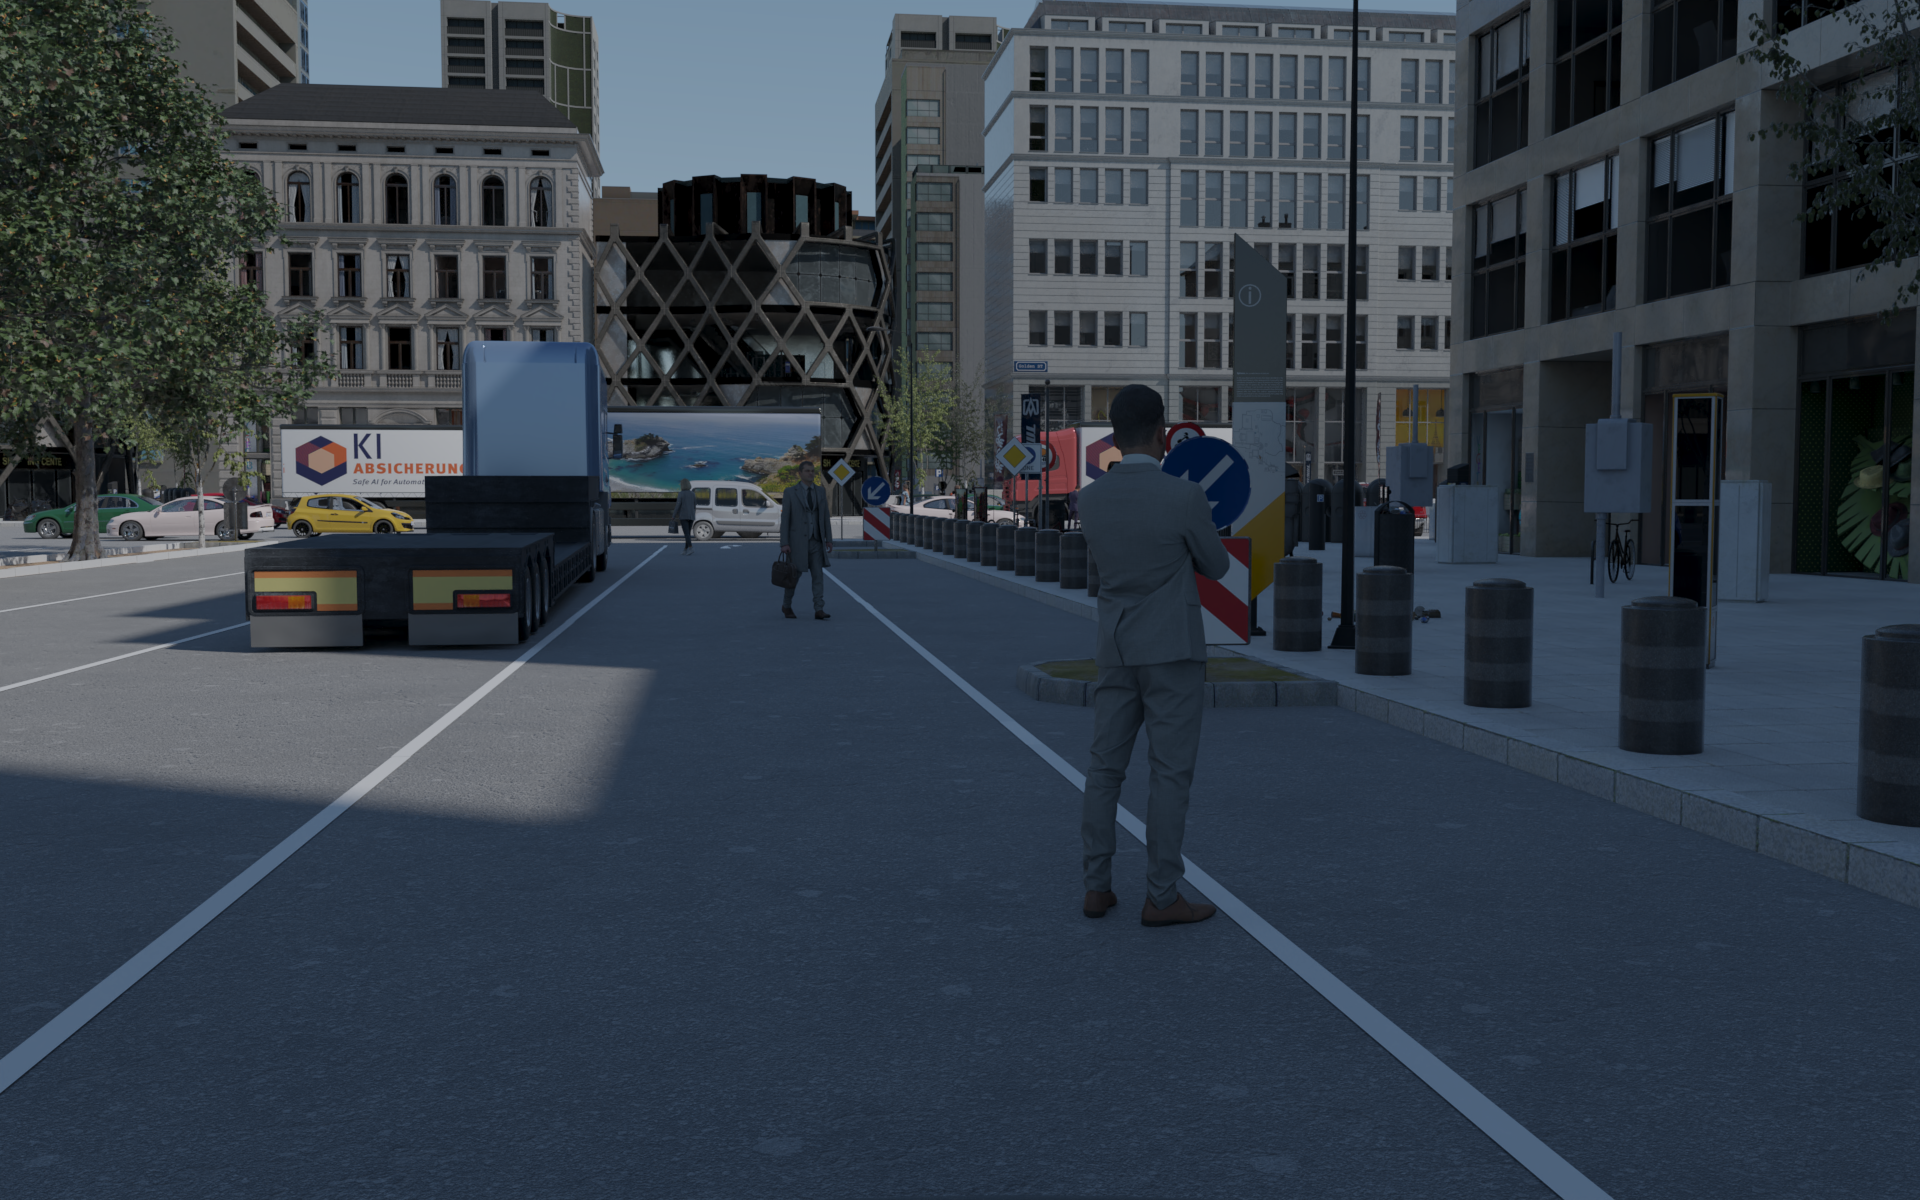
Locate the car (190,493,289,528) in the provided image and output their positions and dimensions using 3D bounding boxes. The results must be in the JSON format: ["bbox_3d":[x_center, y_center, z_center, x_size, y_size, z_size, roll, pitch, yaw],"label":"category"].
[{"bbox_3d":[-30.065,-3.844,71.896,4.494,1.783,2.155,-1,4,-9],"label":"car"}]

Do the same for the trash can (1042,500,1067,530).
[{"bbox_3d":[2.374,-1.991,44.210,0.748,1.137,0.748,0,3,0],"label":"trash can"}]

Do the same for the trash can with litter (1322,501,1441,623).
[{"bbox_3d":[4.101,-0.412,17.800,2.233,1.210,1.678,-2,4,-31],"label":"trash can with litter"}]

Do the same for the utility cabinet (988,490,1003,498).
[{"bbox_3d":[1.827,-4.797,87.104,1.173,1.500,0.318,-1,4,-16],"label":"utility cabinet"}]

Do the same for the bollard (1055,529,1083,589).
[{"bbox_3d":[1.556,-0.540,23.542,0.404,0.777,0.398,0,3,0],"label":"bollard"}]

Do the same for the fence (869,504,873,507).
[{"bbox_3d":[-6.058,-6.217,112.858,0.480,1.192,2.264,1,4,18],"label":"fence"}]

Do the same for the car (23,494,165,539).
[{"bbox_3d":[-27.679,-2.710,56.105,4.920,1.459,2.131,0,4,-8],"label":"car"}]

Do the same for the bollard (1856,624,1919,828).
[{"bbox_3d":[3.764,0.483,6.817,0.404,0.777,0.398,0,3,0],"label":"bollard"}]

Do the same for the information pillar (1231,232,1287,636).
[{"bbox_3d":[2.681,-1.485,15.630,0.504,3.616,0.183,0,4,1],"label":"information pillar"}]

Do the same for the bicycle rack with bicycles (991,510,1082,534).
[{"bbox_3d":[2.622,-1.185,32.764,2.925,0.926,2.852,2,4,31],"label":"bicycle rack with bicycles"}]

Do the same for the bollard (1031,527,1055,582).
[{"bbox_3d":[1.303,-0.653,25.393,0.404,0.777,0.398,0,3,0],"label":"bollard"}]

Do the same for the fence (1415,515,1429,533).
[{"bbox_3d":[13.512,-2.120,50.042,2.069,0.683,0.278,-1,4,-9],"label":"fence"}]

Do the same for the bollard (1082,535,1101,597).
[{"bbox_3d":[1.797,-0.426,21.678,0.404,0.777,0.398,0,3,0],"label":"bollard"}]

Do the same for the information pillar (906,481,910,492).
[{"bbox_3d":[-2.839,-5.670,97.199,0.304,2.012,0.304,2,4,35],"label":"information pillar"}]

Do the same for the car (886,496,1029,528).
[{"bbox_3d":[-0.099,-2.760,57.485,4.827,1.381,2.083,0,4,-8],"label":"car"}]

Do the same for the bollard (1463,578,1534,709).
[{"bbox_3d":[3.274,0.256,10.531,0.404,0.777,0.398,0,3,0],"label":"bollard"}]

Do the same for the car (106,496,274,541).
[{"bbox_3d":[-23.790,-2.521,53.573,4.827,1.381,2.083,0,4,-6],"label":"car"}]

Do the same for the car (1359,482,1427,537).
[{"bbox_3d":[13.740,-2.992,57.585,2.281,1.827,5.304,0,4,-7],"label":"car"}]

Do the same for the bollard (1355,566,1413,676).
[{"bbox_3d":[3.030,0.143,12.384,0.404,0.777,0.398,0,3,0],"label":"bollard"}]

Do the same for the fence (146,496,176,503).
[{"bbox_3d":[-40.482,-4.661,87.413,2.264,1.192,0.480,1,4,13],"label":"fence"}]

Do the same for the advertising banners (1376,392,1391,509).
[{"bbox_3d":[7.142,-2.022,29.256,0.090,3.025,2.074,1,4,8],"label":"advertising banners"}]

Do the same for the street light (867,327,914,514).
[{"bbox_3d":[-1.889,-4.631,48.258,1.470,5.913,1.316,0,4,-8],"label":"street light"}]

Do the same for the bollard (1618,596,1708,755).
[{"bbox_3d":[3.520,0.369,8.679,0.404,0.777,0.398,0,3,0],"label":"bollard"}]

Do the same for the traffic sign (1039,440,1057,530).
[{"bbox_3d":[1.890,-2.485,40.741,0.768,2.556,0.104,0,4,-2],"label":"traffic sign"}]

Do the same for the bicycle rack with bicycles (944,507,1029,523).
[{"bbox_3d":[0.867,-2.000,46.076,2.852,0.926,2.925,0,4,-5],"label":"bicycle rack with bicycles"}]

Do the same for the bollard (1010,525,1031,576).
[{"bbox_3d":[1.061,-0.766,27.245,0.404,0.777,0.398,0,3,0],"label":"bollard"}]

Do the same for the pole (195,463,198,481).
[{"bbox_3d":[-50.474,-7.387,114.614,0.158,3.312,0.155,0,3,0],"label":"pole"}]

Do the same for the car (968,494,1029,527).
[{"bbox_3d":[1.201,-3.839,74.561,4.920,1.459,2.131,-1,4,-9],"label":"car"}]

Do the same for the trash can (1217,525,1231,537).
[{"bbox_3d":[3.521,-0.718,23.390,0.748,1.137,0.748,0,3,0],"label":"trash can"}]

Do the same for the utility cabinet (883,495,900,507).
[{"bbox_3d":[-3.428,-4.672,87.554,1.020,1.237,0.306,-3,5,-39],"label":"utility cabinet"}]

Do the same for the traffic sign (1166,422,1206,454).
[{"bbox_3d":[3.979,-1.865,30.595,0.768,2.556,0.104,0,4,-2],"label":"traffic sign"}]

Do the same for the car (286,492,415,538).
[{"bbox_3d":[-20.202,-2.891,57.487,3.980,1.641,2.015,0,4,-7],"label":"car"}]

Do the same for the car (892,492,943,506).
[{"bbox_3d":[-0.938,-3.754,71.159,4.222,1.686,2.009,0,4,-8],"label":"car"}]

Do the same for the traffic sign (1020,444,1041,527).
[{"bbox_3d":[1.347,-2.011,35.009,0.606,2.300,0.079,0,4,-2],"label":"traffic sign"}]

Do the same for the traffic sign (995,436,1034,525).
[{"bbox_3d":[1.089,-2.056,34.793,0.795,2.450,0.064,0,4,-7],"label":"traffic sign"}]

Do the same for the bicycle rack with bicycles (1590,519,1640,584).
[{"bbox_3d":[10.327,-0.719,25.130,2.852,0.926,2.925,2,4,25],"label":"bicycle rack with bicycles"}]

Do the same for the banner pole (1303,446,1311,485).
[{"bbox_3d":[17.876,-6.077,89.384,0.401,3.779,0.863,-2,4,-23],"label":"banner pole"}]

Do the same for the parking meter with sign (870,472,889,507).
[{"bbox_3d":[-5.873,-7.880,125.106,1.738,3.016,0.543,0,4,3],"label":"parking meter with sign"}]

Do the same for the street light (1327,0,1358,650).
[{"bbox_3d":[2.688,-2.548,14.194,1.470,5.913,1.316,0,4,-8],"label":"street light"}]

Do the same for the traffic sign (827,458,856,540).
[{"bbox_3d":[-3.304,-2.734,48.346,0.795,2.450,0.064,0,4,-8],"label":"traffic sign"}]

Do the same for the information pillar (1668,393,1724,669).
[{"bbox_3d":[5.432,-0.508,12.804,0.304,2.012,0.304,2,4,32],"label":"information pillar"}]

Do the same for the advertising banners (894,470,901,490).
[{"bbox_3d":[-5.191,-7.817,124.003,2.074,3.025,0.090,1,4,21],"label":"advertising banners"}]

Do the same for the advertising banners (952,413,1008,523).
[{"bbox_3d":[0.442,-2.574,38.265,0.090,3.025,2.074,-2,4,-34],"label":"advertising banners"}]

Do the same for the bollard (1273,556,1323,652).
[{"bbox_3d":[2.779,0.029,14.246,0.404,0.777,0.398,0,3,0],"label":"bollard"}]

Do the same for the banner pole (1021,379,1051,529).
[{"bbox_3d":[1.699,-2.931,37.933,0.863,3.779,0.401,2,4,24],"label":"banner pole"}]

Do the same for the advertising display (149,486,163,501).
[{"bbox_3d":[-61.136,-7.736,131.689,0.974,1.923,0.123,-1,4,-22],"label":"advertising display"}]

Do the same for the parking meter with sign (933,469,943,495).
[{"bbox_3d":[-1.591,-7.698,122.117,0.543,3.016,1.738,-1,4,-9],"label":"parking meter with sign"}]

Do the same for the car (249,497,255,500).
[{"bbox_3d":[-32.020,-3.802,74.744,3.894,1.354,1.945,0,4,-6],"label":"car"}]

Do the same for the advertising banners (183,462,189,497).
[{"bbox_3d":[-42.376,-6.035,94.854,0.090,3.025,2.074,-1,4,-18],"label":"advertising banners"}]
